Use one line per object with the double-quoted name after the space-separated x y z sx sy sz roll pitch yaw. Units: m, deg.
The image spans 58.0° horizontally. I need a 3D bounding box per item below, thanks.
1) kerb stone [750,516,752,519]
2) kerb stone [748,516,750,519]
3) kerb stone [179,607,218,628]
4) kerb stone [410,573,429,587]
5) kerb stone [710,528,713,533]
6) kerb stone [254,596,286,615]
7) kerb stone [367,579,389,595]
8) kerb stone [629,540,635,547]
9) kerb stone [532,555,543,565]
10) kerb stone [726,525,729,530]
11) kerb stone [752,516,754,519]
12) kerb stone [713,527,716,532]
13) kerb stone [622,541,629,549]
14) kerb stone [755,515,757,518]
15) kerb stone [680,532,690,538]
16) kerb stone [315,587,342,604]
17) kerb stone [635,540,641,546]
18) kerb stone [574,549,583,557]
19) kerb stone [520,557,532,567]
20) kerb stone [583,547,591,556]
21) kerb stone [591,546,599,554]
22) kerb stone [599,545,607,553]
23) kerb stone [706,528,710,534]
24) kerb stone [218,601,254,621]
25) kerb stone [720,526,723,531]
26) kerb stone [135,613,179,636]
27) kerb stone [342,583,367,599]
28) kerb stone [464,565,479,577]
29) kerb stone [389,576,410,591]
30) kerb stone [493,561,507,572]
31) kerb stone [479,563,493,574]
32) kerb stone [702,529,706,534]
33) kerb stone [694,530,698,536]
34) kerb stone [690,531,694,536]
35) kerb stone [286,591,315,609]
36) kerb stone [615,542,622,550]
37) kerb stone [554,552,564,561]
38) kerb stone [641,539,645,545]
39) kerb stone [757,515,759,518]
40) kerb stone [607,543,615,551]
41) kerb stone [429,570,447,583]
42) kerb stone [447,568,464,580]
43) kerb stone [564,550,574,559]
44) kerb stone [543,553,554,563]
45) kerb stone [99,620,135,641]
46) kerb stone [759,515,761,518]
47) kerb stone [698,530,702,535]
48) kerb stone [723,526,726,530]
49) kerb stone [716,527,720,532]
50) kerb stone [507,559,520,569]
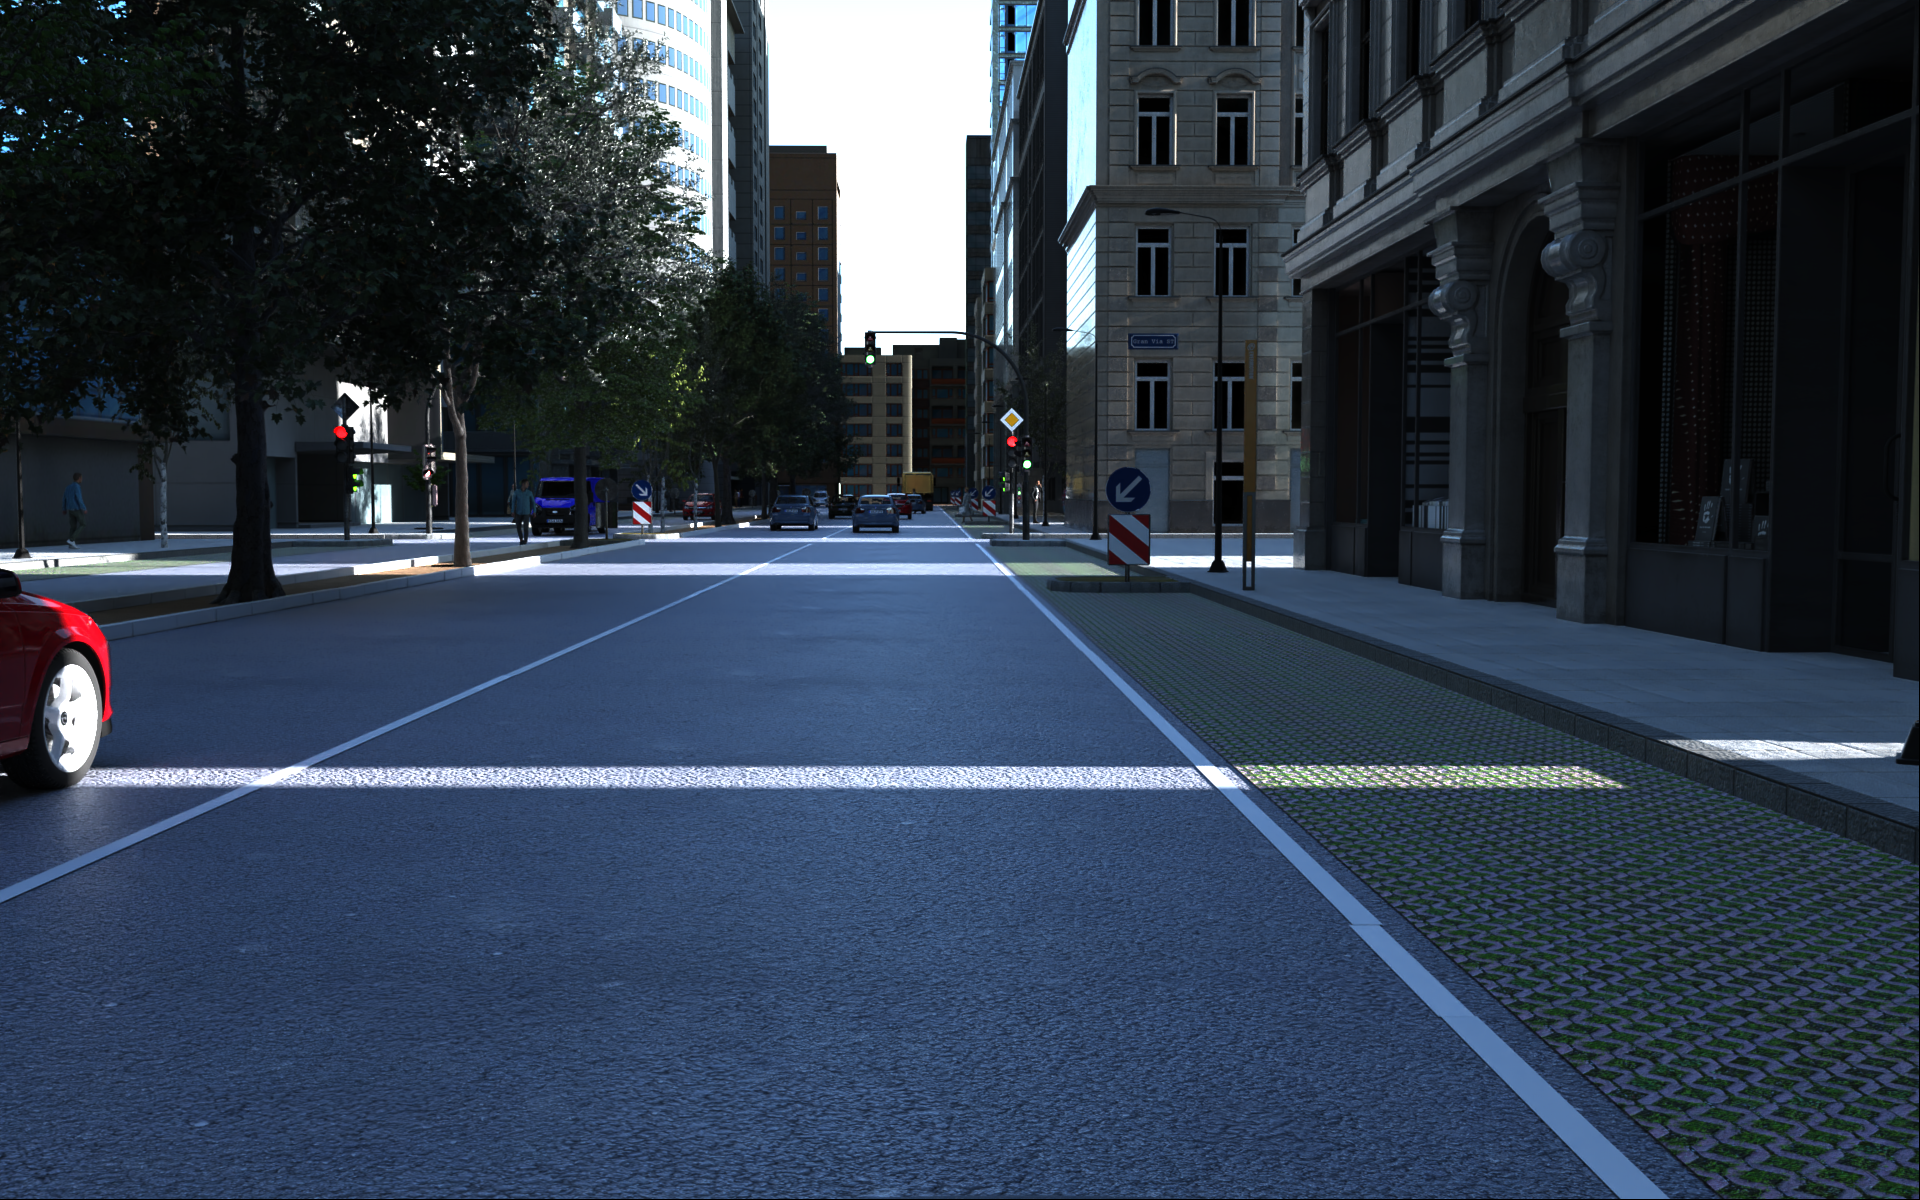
-12.072 -4.651 98.315 0.120 0.150 1.000 0 4 -1 "kerb stone"
-12.050 -4.591 97.289 0.120 0.150 1.000 0 4 -1 "kerb stone"
-8.398 0.200 18.920 0.120 0.150 1.000 0 4 -1 "kerb stone"
-8.556 -0.301 27.121 0.120 0.150 1.000 0 4 -1 "kerb stone"
-9.279 -2.529 63.543 0.120 0.150 1.000 0 4 -1 "kerb stone"
-8.433 0.080 20.970 0.120 0.150 1.000 0 4 -1 "kerb stone"
-8.517 -0.175 25.077 0.120 0.150 1.000 0 4 -1 "kerb stone"
-8.944 -1.491 46.579 0.120 0.150 1.000 0 4 -1 "kerb stone"
-8.724 -0.803 35.317 0.120 0.150 1.000 0 4 -1 "kerb stone"
-9.379 -2.841 68.654 0.120 0.150 1.000 0 4 -1 "kerb stone"
-12.093 -4.717 99.337 0.120 0.150 1.000 0 4 -1 "kerb stone"
-9.300 -2.591 64.565 0.120 0.150 1.000 0 4 -1 "kerb stone"
-8.919 -1.427 45.557 0.120 0.150 1.000 0 4 -1 "kerb stone"
-12.140 -4.832 101.383 0.120 0.150 1.000 0 4 -1 "kerb stone"
-9.163 -2.152 57.382 0.120 0.150 1.000 0 4 -1 "kerb stone"
-8.477 -0.050 23.013 0.120 0.150 1.000 0 4 -1 "kerb stone"
-8.969 -1.554 47.604 0.120 0.150 1.000 0 4 -1 "kerb stone"
-8.792 -1.053 39.416 0.120 0.150 1.000 0 4 -1 "kerb stone"
-8.698 -0.740 34.295 0.120 0.150 1.000 0 4 -1 "kerb stone"
-8.832 -1.113 40.442 0.120 0.150 1.000 0 4 -1 "kerb stone"
-8.850 -1.178 41.464 0.120 0.150 1.000 0 4 -1 "kerb stone"
-8.862 -1.241 42.486 0.120 0.150 1.000 0 4 -1 "kerb stone"
-9.252 -2.466 62.516 0.120 0.150 1.000 0 4 -1 "kerb stone"
-8.413 0.138 19.948 0.120 0.150 1.000 0 4 -1 "kerb stone"
-9.342 -2.716 66.609 0.120 0.150 1.000 0 4 -1 "kerb stone"
-8.371 0.263 17.898 0.120 0.150 1.000 0 4 -1 "kerb stone"
-8.490 -0.108 24.048 0.120 0.150 1.000 0 4 -1 "kerb stone"
-8.615 -0.488 30.191 0.120 0.150 1.000 0 4 -1 "kerb stone"
-8.538 -0.239 26.099 0.120 0.150 1.000 0 4 -1 "kerb stone"
-8.662 -0.614 32.239 0.120 0.150 1.000 0 4 -1 "kerb stone"
-8.640 -0.551 31.212 0.120 0.150 1.000 0 4 -1 "kerb stone"
-9.240 -2.402 61.488 0.120 0.150 1.000 0 4 -1 "kerb stone"
-9.197 -2.277 59.426 0.120 0.150 1.000 0 4 -1 "kerb stone"
-9.183 -2.215 58.404 0.120 0.150 1.000 0 4 -1 "kerb stone"
-8.459 0.013 21.991 0.120 0.150 1.000 0 4 -1 "kerb stone"
-8.900 -1.366 44.536 0.120 0.150 1.000 0 4 -1 "kerb stone"
-8.764 -0.925 37.366 0.120 0.150 1.000 0 4 -1 "kerb stone"
-8.982 -1.612 48.634 0.120 0.150 1.000 0 4 -1 "kerb stone"
-12.142 -4.902 102.415 0.120 0.150 1.000 0 4 -1 "kerb stone"
-8.883 -1.303 43.507 0.120 0.150 1.000 0 4 -1 "kerb stone"
-8.582 -0.357 28.143 0.120 0.150 1.000 0 4 -1 "kerb stone"
-8.596 -0.426 29.169 0.120 0.150 1.000 0 4 -1 "kerb stone"
-8.775 -0.991 38.393 0.120 0.150 1.000 0 4 -1 "kerb stone"
-8.738 -0.865 36.344 0.120 0.150 1.000 0 4 -1 "kerb stone"
-8.355 0.329 16.874 0.120 0.150 1.000 0 4 -1 "kerb stone"
-12.171 -4.969 103.437 0.120 0.150 1.000 0 4 -1 "kerb stone"
-9.217 -2.340 60.454 0.120 0.150 1.000 0 4 -1 "kerb stone"
-9.365 -2.775 67.632 0.120 0.150 1.000 0 4 -1 "kerb stone"
-9.323 -2.654 65.587 0.120 0.150 1.000 0 4 -1 "kerb stone"
-8.680 -0.672 33.261 0.120 0.150 1.000 0 4 -1 "kerb stone"
